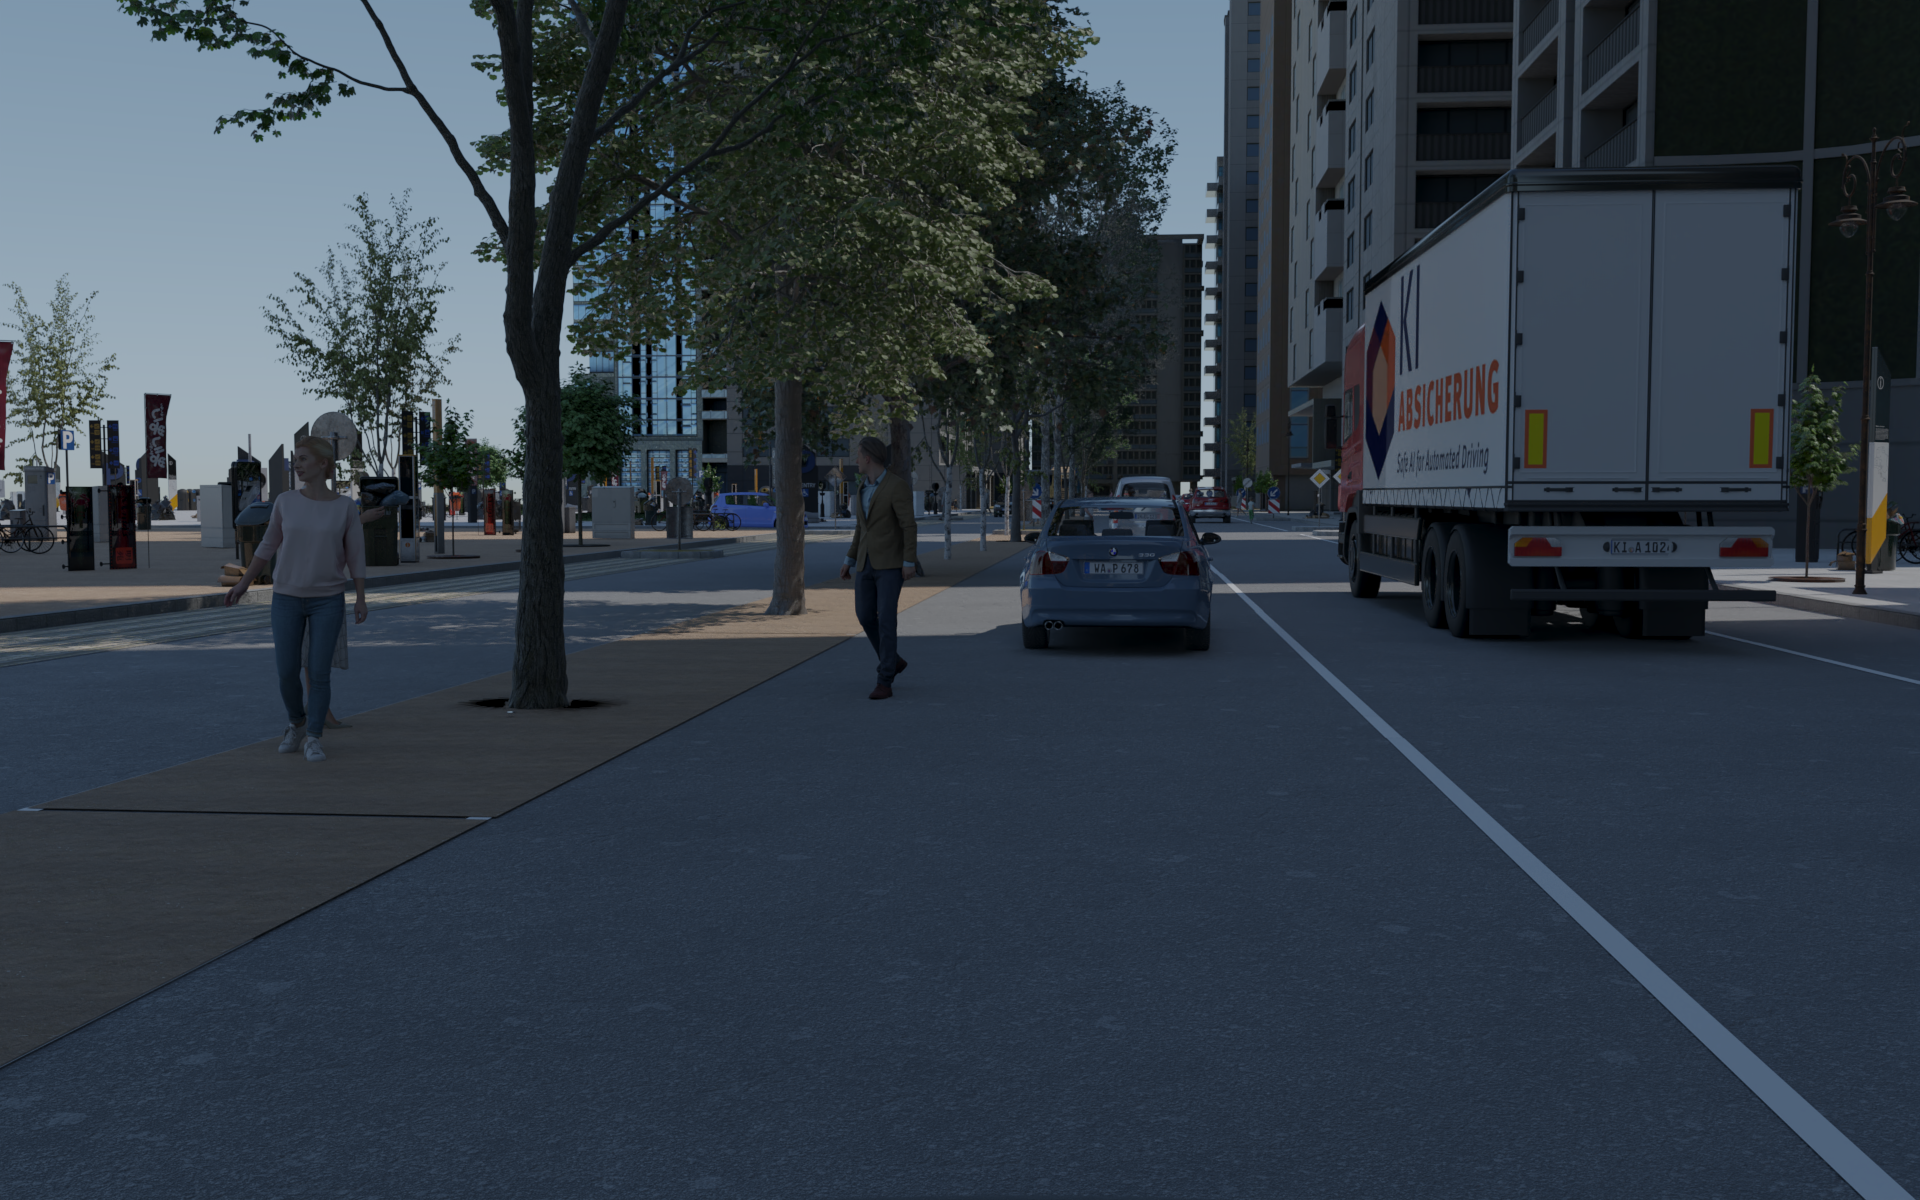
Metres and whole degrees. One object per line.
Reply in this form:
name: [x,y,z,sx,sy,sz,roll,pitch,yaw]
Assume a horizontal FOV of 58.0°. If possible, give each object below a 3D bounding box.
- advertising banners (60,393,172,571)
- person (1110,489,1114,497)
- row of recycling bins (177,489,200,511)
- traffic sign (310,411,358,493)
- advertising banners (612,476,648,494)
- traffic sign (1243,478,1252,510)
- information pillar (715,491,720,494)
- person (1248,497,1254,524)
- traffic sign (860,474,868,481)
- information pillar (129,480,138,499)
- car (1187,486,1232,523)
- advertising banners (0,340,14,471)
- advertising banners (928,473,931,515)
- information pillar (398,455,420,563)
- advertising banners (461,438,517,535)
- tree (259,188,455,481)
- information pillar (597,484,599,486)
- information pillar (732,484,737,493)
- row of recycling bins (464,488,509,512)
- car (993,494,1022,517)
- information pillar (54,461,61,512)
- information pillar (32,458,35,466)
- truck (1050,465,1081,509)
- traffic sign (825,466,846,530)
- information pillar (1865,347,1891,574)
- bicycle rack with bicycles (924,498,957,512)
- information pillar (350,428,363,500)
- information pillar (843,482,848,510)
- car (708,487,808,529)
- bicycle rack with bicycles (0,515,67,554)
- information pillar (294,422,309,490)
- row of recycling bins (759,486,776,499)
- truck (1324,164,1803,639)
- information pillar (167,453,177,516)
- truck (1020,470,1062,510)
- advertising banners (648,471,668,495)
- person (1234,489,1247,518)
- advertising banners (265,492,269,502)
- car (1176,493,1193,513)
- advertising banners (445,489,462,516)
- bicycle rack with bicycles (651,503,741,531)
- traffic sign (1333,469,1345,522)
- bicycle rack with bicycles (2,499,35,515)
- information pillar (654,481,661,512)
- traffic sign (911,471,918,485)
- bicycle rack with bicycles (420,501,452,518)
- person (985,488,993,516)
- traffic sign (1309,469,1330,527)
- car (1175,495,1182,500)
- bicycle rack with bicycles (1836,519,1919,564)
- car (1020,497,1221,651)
advertising banners: [-14.324,-2.038,29.502,0.090,3.025,2.074,2,4,31]
person: [12.044,-7.922,138.030,0.388,1.821,0.555,0,4,2]
row of recycling bins: [-59.588,-7.810,134.812,1.069,1.692,3.534,1,4,17]
traffic sign: [-9.661,-1.628,26.723,0.768,2.556,0.104,0,4,8]
advertising banners: [-19.102,-6.319,99.506,2.074,3.025,0.090,-2,4,-27]
traffic sign: [22.710,-8.364,136.858,0.768,2.556,0.104,1,4,10]
information pillar: [-19.569,-8.269,139.697,0.304,2.012,0.304,0,4,3]
person: [14.101,-4.351,83.886,0.306,1.304,0.590,1,4,17]
traffic sign: [-3.650,-4.044,69.764,0.795,2.450,0.064,0,4,6]
information pillar: [-41.806,-5.086,87.656,0.304,2.012,0.304,0,4,-3]
car: [12.522,-4.783,86.875,2.281,1.827,5.304,0,4,7]
advertising banners: [-11.627,-1.409,19.229,2.074,3.025,0.090,-2,4,-33]
advertising banners: [-1.874,-6.722,106.092,0.090,3.025,2.074,0,4,2]
information pillar: [-10.277,-1.701,32.296,0.304,2.012,0.304,0,4,-4]
advertising banners: [-14.664,-3.538,54.031,2.074,3.025,0.090,2,4,29]
tree: [-14.103,-5.569,41.421,4.737,8.622,4.395,0,3,0]
information pillar: [-26.290,-8.270,126.576,0.504,3.616,0.183,1,4,23]
information pillar: [-16.580,-7.506,127.214,0.304,2.012,0.304,0,3,0]
row of recycling bins: [-33.487,-7.069,122.698,3.534,1.692,1.069,1,4,10]
car: [3.104,-6.020,108.214,2.009,1.686,4.222,0,4,7]
information pillar: [-64.693,-8.122,124.143,0.504,3.616,0.183,1,4,15]
information pillar: [-57.390,-7.092,107.313,0.183,3.616,0.504,-1,4,-18]
truck: [10.129,-10.890,166.968,2.839,4.237,11.283,0,4,7]
traffic sign: [-4.446,-3.558,61.819,0.795,2.450,0.064,0,4,6]
information pillar: [14.757,-2.231,27.840,0.504,3.616,0.183,-3,4,-36]
bicycle rack with bicycles: [-1.584,-7.925,142.958,2.852,0.926,2.925,0,4,-6]
information pillar: [-19.509,-3.952,55.976,0.183,3.616,0.504,2,4,26]
information pillar: [-6.823,-6.050,103.404,0.304,2.012,0.304,0,4,-4]
car: [-7.526,-3.370,64.695,3.694,1.707,1.945,0,4,6]
bicycle rack with bicycles: [-20.595,-1.443,36.974,2.852,0.926,2.925,3,4,39]
information pillar: [-21.225,-3.951,55.949,0.504,3.616,0.183,0,4,3]
row of recycling bins: [-8.729,-4.876,86.829,3.534,1.692,1.069,3,5,39]
truck: [6.338,-1.928,20.436,2.839,4.237,11.283,0,4,4]
information pillar: [-45.263,-6.616,99.519,0.183,3.616,0.504,3,4,39]
truck: [6.605,-8.796,139.739,3.469,3.379,9.791,0,4,7]
advertising banners: [-23.294,-8.318,132.191,2.074,3.025,0.090,1,4,9]
person: [17.039,-5.869,105.210,0.760,1.731,0.466,-1,4,-10]
advertising banners: [-48.665,-7.630,120.932,2.074,3.025,0.090,2,4,25]
car: [14.622,-6.115,109.021,2.155,1.783,4.494,0,4,6]
advertising banners: [-30.193,-6.530,102.960,0.090,3.025,2.074,2,4,31]
bicycle rack with bicycles: [-8.949,-2.872,60.341,2.925,0.926,2.852,1,4,17]
traffic sign: [13.308,-3.449,60.027,0.795,2.450,0.064,0,4,6]
bicycle rack with bicycles: [-66.842,-6.671,122.446,2.852,0.926,2.925,-3,4,-38]
information pillar: [-16.521,-5.510,94.579,0.304,2.012,0.304,-2,4,-35]
traffic sign: [-2.697,-5.885,96.329,0.768,2.556,0.104,1,4,12]
bicycle rack with bicycles: [-29.354,-4.939,94.127,2.925,0.926,2.852,3,4,38]
person: [1.759,-6.384,113.053,0.728,1.800,0.709,1,4,9]
traffic sign: [14.103,-3.935,67.972,0.795,2.450,0.064,0,4,6]
car: [16.428,-7.372,132.886,2.083,1.381,4.827,0,4,7]
bicycle rack with bicycles: [17.884,-1.170,32.514,2.925,0.926,2.852,1,4,15]
car: [1.597,-0.320,17.235,2.014,1.417,4.499,0,4,7]
